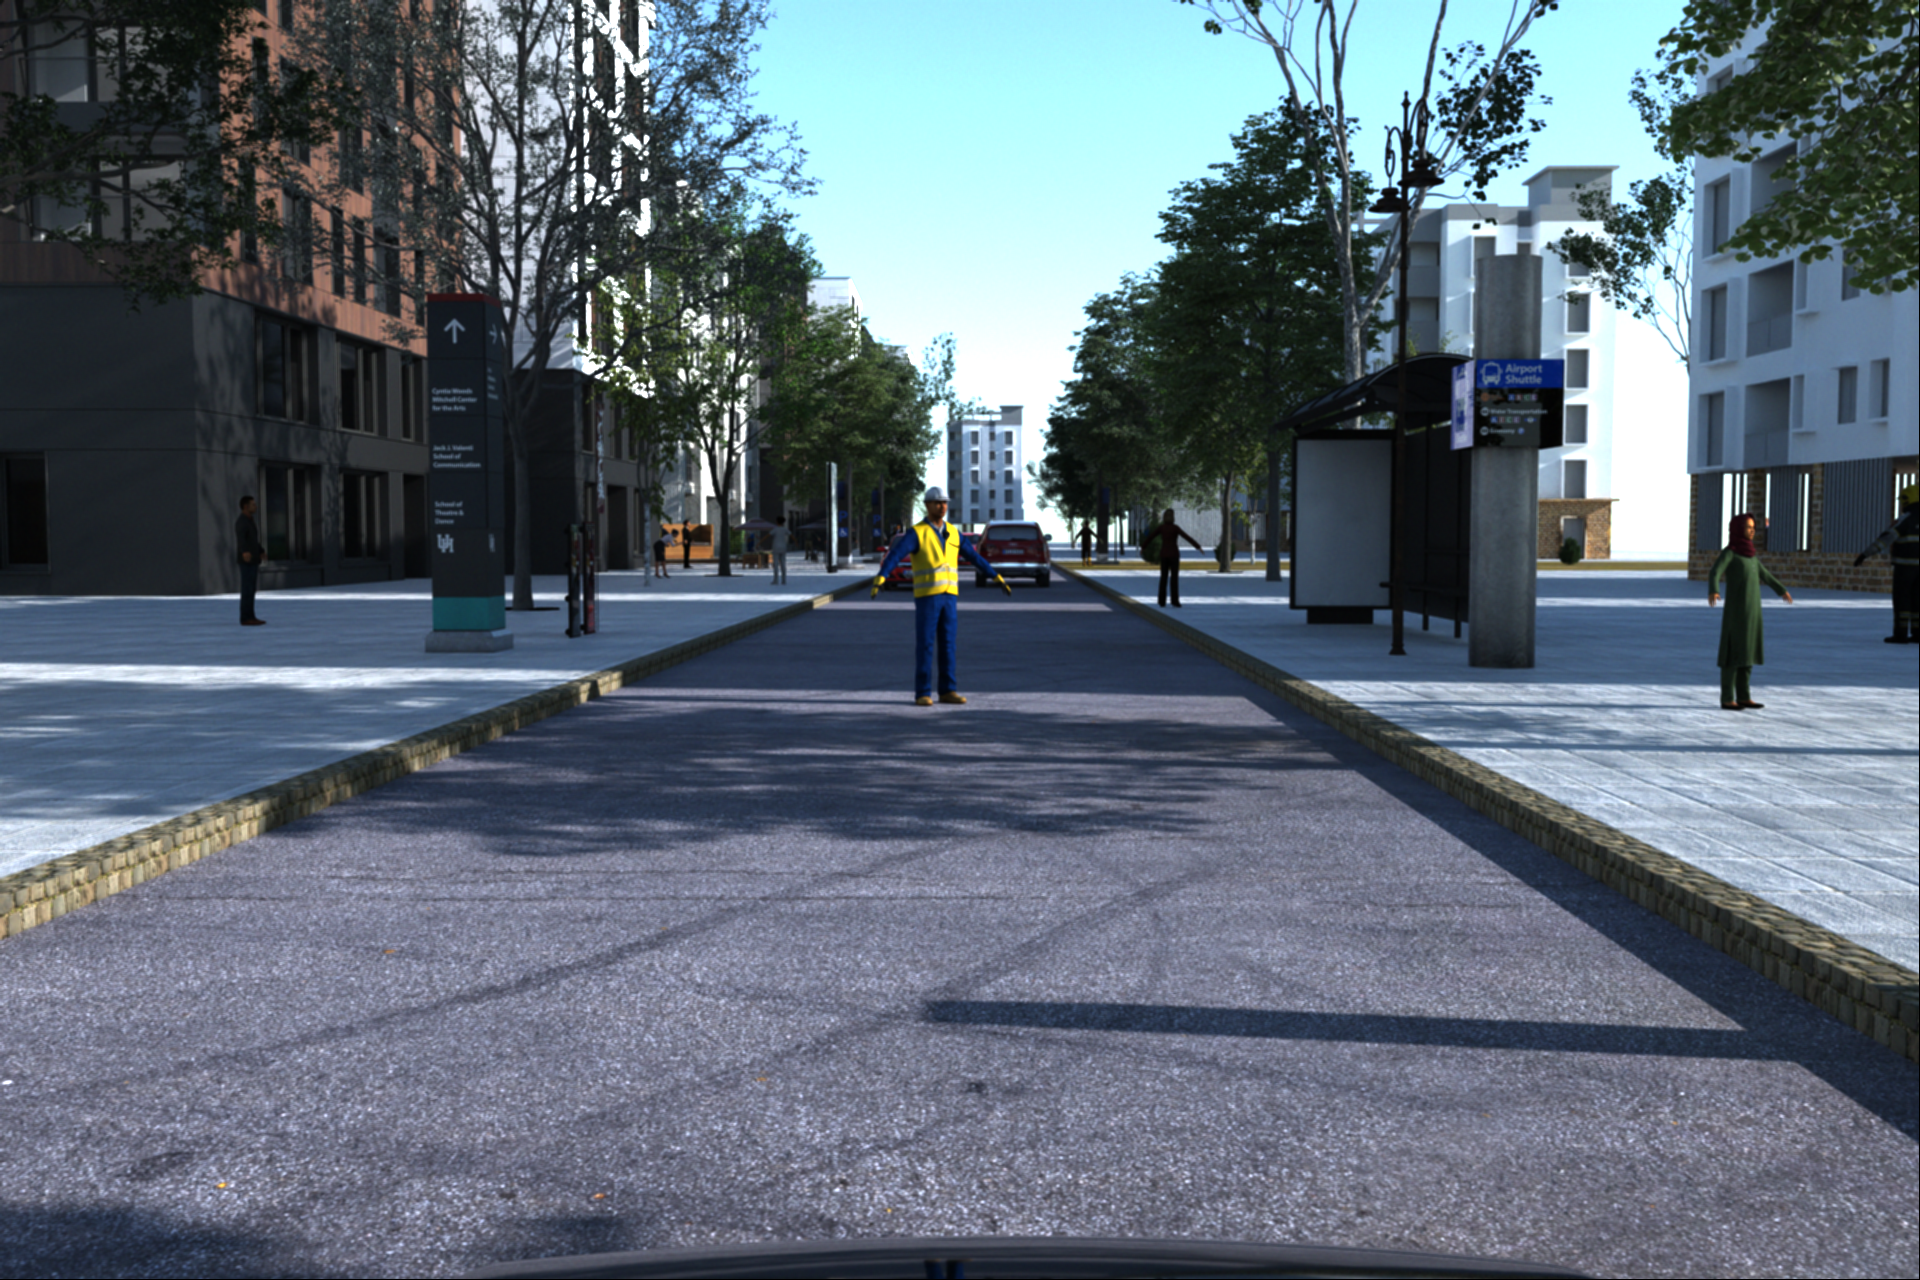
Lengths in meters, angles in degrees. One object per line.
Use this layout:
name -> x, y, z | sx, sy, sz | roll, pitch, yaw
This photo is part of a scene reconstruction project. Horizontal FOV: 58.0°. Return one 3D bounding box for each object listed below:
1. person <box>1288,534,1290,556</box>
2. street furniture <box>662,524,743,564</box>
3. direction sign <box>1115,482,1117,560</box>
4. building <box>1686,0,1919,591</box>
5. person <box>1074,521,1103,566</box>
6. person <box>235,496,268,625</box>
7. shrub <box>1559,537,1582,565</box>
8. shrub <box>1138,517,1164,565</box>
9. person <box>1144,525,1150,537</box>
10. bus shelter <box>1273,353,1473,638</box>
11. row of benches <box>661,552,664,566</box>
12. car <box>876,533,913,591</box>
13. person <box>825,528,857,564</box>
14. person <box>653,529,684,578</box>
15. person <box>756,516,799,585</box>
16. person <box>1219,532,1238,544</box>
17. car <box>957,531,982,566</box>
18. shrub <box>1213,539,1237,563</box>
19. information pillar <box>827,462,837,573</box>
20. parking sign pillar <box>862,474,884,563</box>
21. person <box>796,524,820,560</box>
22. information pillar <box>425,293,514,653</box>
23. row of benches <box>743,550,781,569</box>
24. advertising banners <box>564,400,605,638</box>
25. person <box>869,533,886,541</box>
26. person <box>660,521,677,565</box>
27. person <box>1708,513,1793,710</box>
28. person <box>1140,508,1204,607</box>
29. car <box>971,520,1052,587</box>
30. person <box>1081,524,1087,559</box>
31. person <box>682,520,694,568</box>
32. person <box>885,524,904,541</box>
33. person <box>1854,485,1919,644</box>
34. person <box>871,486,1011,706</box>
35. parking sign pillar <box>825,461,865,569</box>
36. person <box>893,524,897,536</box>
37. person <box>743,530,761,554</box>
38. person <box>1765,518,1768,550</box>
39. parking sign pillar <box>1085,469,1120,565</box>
person -> 19.074, -5.733, 99.671 | 0.705, 1.837, 1.347 | 0, 4, 1
street furniture -> -14.483, -4.327, 77.599 | 11.010, 1.723, 9.812 | -2, 4, -34
direction sign -> 6.755, -5.083, 75.099 | 0.379, 3.537, 0.876 | 0, 4, 2
building -> 25.165, -11.566, 45.532 | 16.016, 20.090, 11.380 | 0, 4, 1
person -> 5.072, -3.845, 69.011 | 1.346, 1.812, 0.704 | 3, 4, 37
person -> -10.004, -1.123, 24.427 | 0.705, 1.821, 1.348 | -1, 4, -12
shrub -> 25.449, -3.738, 72.237 | 1.383, 1.207, 1.383 | 0, 3, 0
shrub -> 8.214, -4.153, 72.322 | 1.690, 2.028, 1.600 | 0, 3, 0
person -> 10.698, -5.646, 98.440 | 0.704, 1.817, 1.347 | -1, 4, -20
bus shelter -> 5.439, -1.727, 22.154 | 2.014, 3.302, 5.546 | 0, 4, 1
row of benches -> -13.977, -3.300, 69.422 | 4.104, 0.672, 1.422 | -1, 4, -13
car -> -1.071, -2.216, 45.276 | 2.155, 1.783, 4.494 | 0, 4, 2
person -> -4.825, -3.930, 70.473 | 1.346, 1.802, 0.704 | -1, 4, -12
person -> -8.570, -2.534, 50.660 | 0.628, 1.438, 0.799 | 3, 4, 37
person -> -4.640, -2.286, 44.146 | 1.217, 1.739, 0.721 | -2, 4, -34
person -> 15.556, -5.724, 100.396 | 1.217, 1.733, 0.721 | 2, 4, 35
car -> 0.283, -3.705, 69.618 | 2.155, 1.783, 4.494 | 0, 4, 1
shrub -> 11.435, -3.890, 74.719 | 1.383, 1.207, 1.383 | 0, 3, 0
information pillar -> -4.242, -4.044, 57.440 | 0.184, 3.620, 1.656 | 0, 4, 2
parking sign pillar -> -3.637, -5.405, 76.846 | 1.447, 3.967, 1.447 | 0, 4, 1
person -> -7.572, -4.914, 86.608 | 1.348, 1.796, 0.705 | 1, 4, 20
information pillar -> -5.402, -1.811, 18.983 | 0.750, 3.857, 0.750 | 0, 4, 2
row of benches -> -7.407, -3.052, 65.366 | 1.422, 0.672, 4.104 | 0, 4, 7
advertising banners -> -4.776, -1.591, 22.199 | 0.090, 3.025, 2.074 | 0, 4, 2
person -> -4.388, -5.351, 93.681 | 0.705, 1.806, 1.347 | -3, 5, -43
person -> -12.312, -3.997, 71.134 | 1.354, 1.856, 0.705 | 0, 4, -2
person -> 5.762, -0.211, 12.661 | 0.989, 1.438, 0.599 | -2, 4, -34
person -> 3.708, -1.443, 30.404 | 1.215, 1.729, 0.721 | 2, 4, 31
car -> 1.450, -2.427, 48.361 | 2.281, 1.827, 5.304 | 0, 4, 1
person -> 6.452, -5.123, 89.883 | 0.705, 1.813, 1.348 | 0, 4, -2
person -> -10.261, -3.610, 65.213 | 0.705, 1.806, 1.347 | 0, 4, 3
person -> -2.837, -4.413, 78.869 | 1.216, 1.740, 0.721 | 1, 4, 18
person -> 11.131, -0.891, 20.330 | 1.351, 1.858, 0.704 | -1, 4, -15
person -> -0.187, -0.376, 14.569 | 1.349, 1.833, 0.705 | -2, 4, -32
parking sign pillar -> -4.230, -4.593, 63.563 | 1.447, 3.967, 1.447 | 0, 4, 2
person -> -3.184, -5.019, 88.526 | 0.721, 1.772, 1.216 | 0, 4, 3
person -> -10.477, -4.957, 86.906 | 0.705, 1.847, 1.347 | 2, 4, 33
person -> 23.241, -2.657, 50.044 | 0.434, 1.755, 0.990 | -2, 4, -27
parking sign pillar -> 5.978, -5.148, 72.634 | 1.447, 3.967, 1.447 | 0, 4, 1
